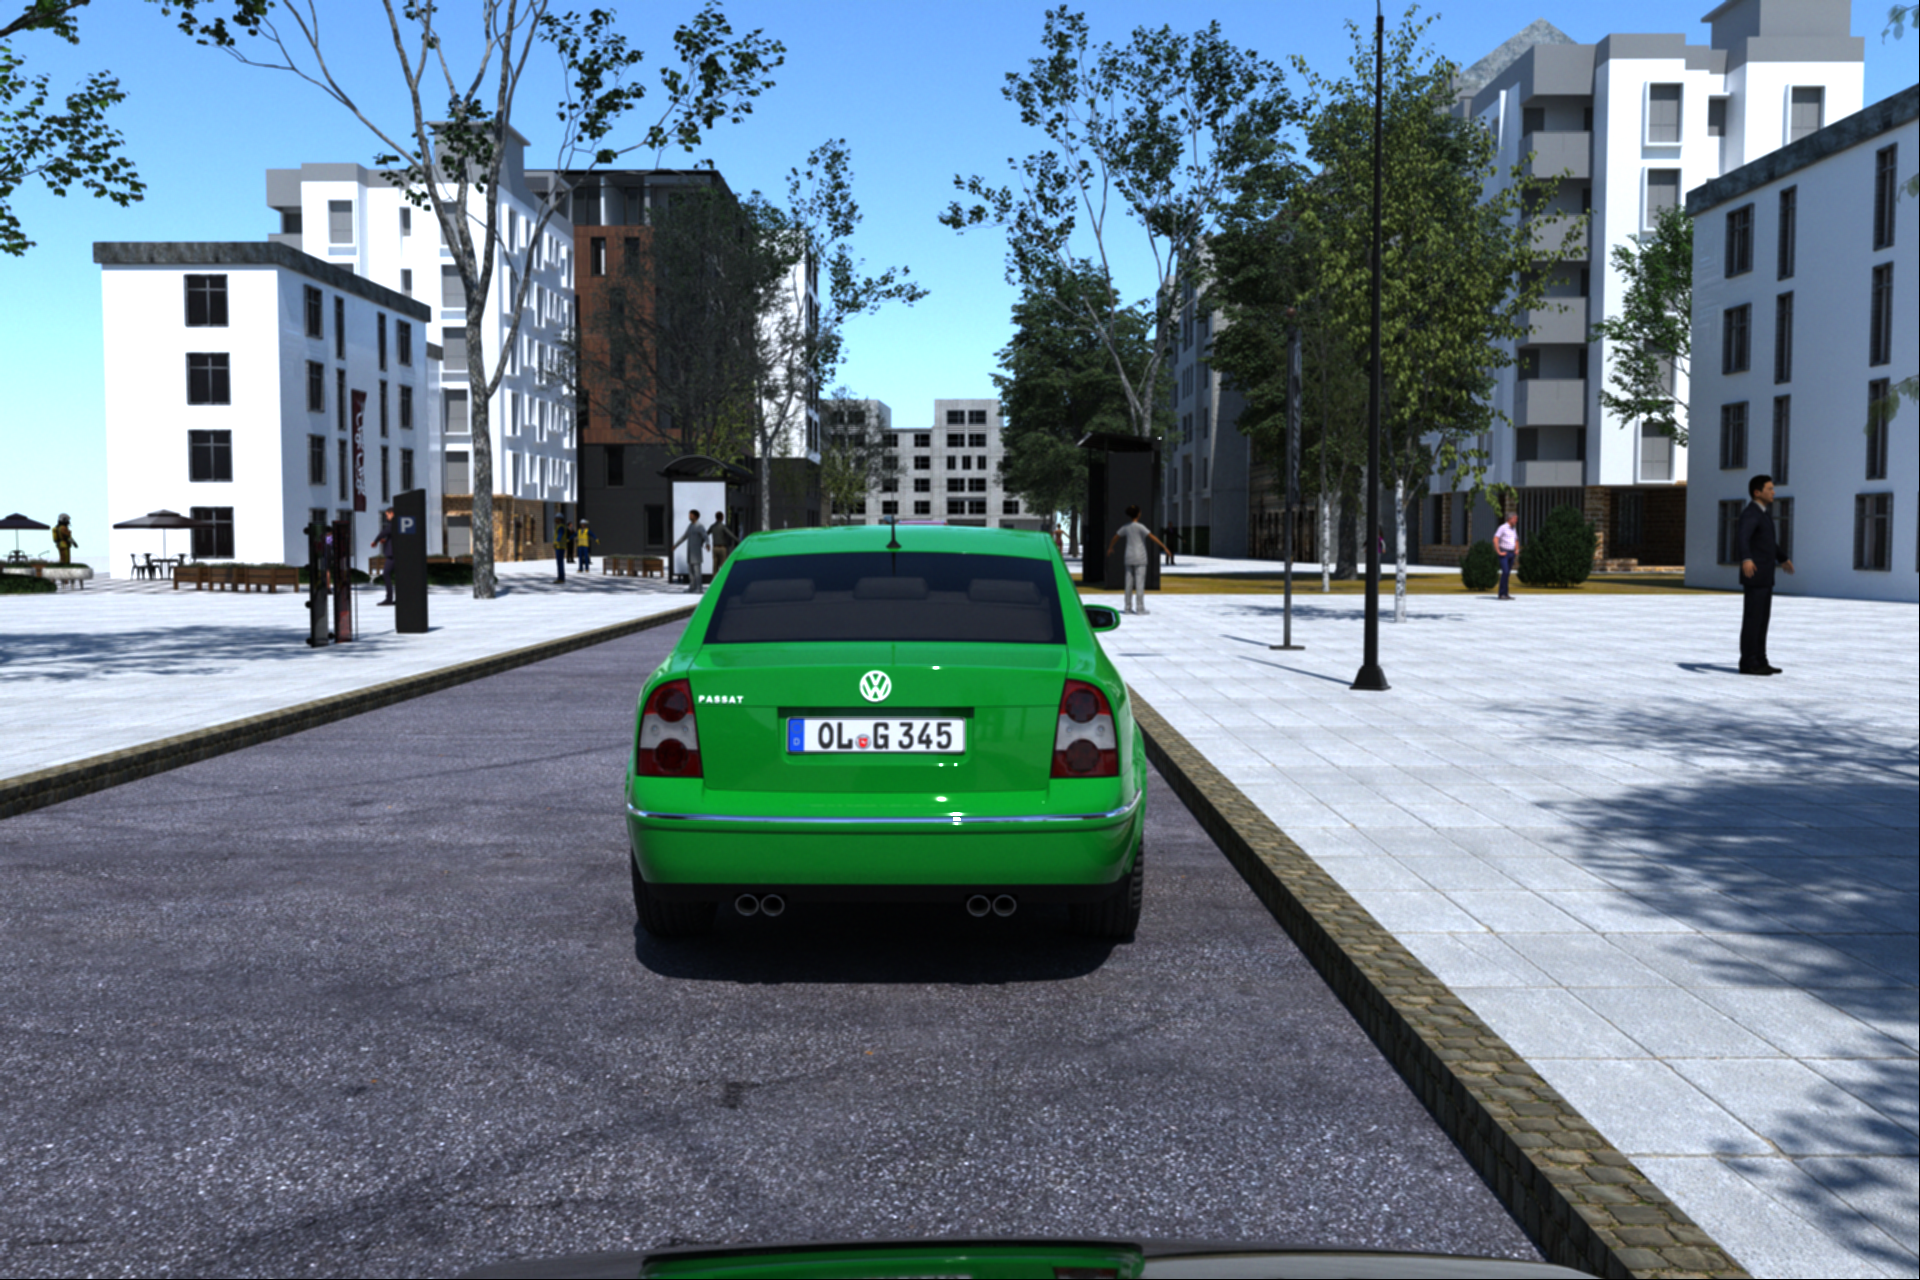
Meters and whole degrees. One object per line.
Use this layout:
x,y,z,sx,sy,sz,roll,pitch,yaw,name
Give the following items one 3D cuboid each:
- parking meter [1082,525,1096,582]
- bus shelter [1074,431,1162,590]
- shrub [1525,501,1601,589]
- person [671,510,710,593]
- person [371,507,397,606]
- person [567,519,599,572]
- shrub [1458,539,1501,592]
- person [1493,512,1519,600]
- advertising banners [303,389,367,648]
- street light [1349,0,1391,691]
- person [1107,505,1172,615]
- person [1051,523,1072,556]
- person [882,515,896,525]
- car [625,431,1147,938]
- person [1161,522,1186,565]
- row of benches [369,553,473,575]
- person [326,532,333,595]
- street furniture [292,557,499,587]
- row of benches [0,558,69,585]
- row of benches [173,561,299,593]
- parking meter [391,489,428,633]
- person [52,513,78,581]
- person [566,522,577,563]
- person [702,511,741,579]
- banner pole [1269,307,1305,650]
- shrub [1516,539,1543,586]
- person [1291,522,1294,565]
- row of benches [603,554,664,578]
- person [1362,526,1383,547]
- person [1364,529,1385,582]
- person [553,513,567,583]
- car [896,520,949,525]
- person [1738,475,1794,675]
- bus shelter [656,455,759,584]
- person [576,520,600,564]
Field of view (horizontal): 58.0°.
3.447,-2.303,46.065,0.372,1.533,0.369,0,3,0,parking meter
3.837,-3.131,42.471,1.731,3.624,6.357,0,4,1,bus shelter
14.257,-2.257,40.941,1.661,2.075,1.752,0,3,0,shrub
-5.775,-1.916,37.514,0.705,1.806,1.347,-3,5,-44,person
-10.329,-1.514,31.244,0.568,1.767,0.683,0,4,1,person
-12.630,-3.149,57.951,1.216,1.772,0.721,1,4,11,person
11.649,-1.687,38.700,1.383,1.207,1.383,0,3,0,shrub
10.759,-1.647,33.916,0.756,1.711,0.436,-2,4,-29,person
-7.302,-1.480,20.381,0.090,3.025,2.074,0,3,0,advertising banners
3.942,-2.546,14.164,1.470,5.913,1.316,0,4,0,street light
2.851,-1.282,27.736,1.217,1.739,0.721,3,5,40,person
4.162,-4.065,73.268,1.217,1.733,0.721,-1,4,-12,person
-1.501,-1.662,35.765,0.704,1.817,1.347,1,4,12,person
-0.232,0.078,7.526,1.959,1.807,4.718,0,4,1,car
8.774,-4.032,72.151,1.346,1.802,0.704,-2,4,-24,person
-16.934,-2.437,55.310,4.104,0.672,1.422,-3,5,-42,row of benches
-13.360,-1.674,36.652,0.421,1.427,0.697,1,4,13,person
-15.283,-1.912,46.894,5.734,0.657,10.072,-1,4,-13,street furniture
-24.732,-1.736,43.844,4.104,0.672,1.422,0,4,4,row of benches
-16.170,-1.422,38.715,4.104,0.672,1.422,3,4,36,row of benches
-7.125,-1.021,22.413,0.399,1.863,0.255,0,3,0,parking meter
-24.709,-2.573,47.835,0.705,1.858,1.354,-3,5,-44,person
-17.121,-4.281,76.174,0.705,1.806,1.347,2,4,30,person
-5.479,-2.040,39.618,1.348,1.796,0.705,2,4,31,person
3.647,-1.771,18.967,0.401,3.779,0.863,0,3,0,banner pole
14.282,-1.952,43.026,1.383,1.207,1.383,0,3,0,shrub
13.716,-4.036,72.123,0.704,1.812,1.346,1,4,16,person
-9.904,-2.264,52.485,1.422,0.672,4.104,-2,4,-28,row of benches
12.157,-2.731,50.787,0.705,1.813,1.348,2,4,34,person
11.234,-2.301,46.891,0.599,1.433,0.991,-1,4,-19,person
-10.486,-2.403,45.258,0.705,1.833,1.349,-1,4,-11,person
-1.036,-2.390,47.744,2.281,1.827,5.304,0,4,0,car
7.334,-0.600,15.853,0.704,1.823,1.345,3,5,40,person
-6.749,-3.242,46.927,2.014,3.302,5.546,0,4,0,bus shelter
-15.846,-4.146,73.564,0.705,1.856,1.354,2,4,33,person
